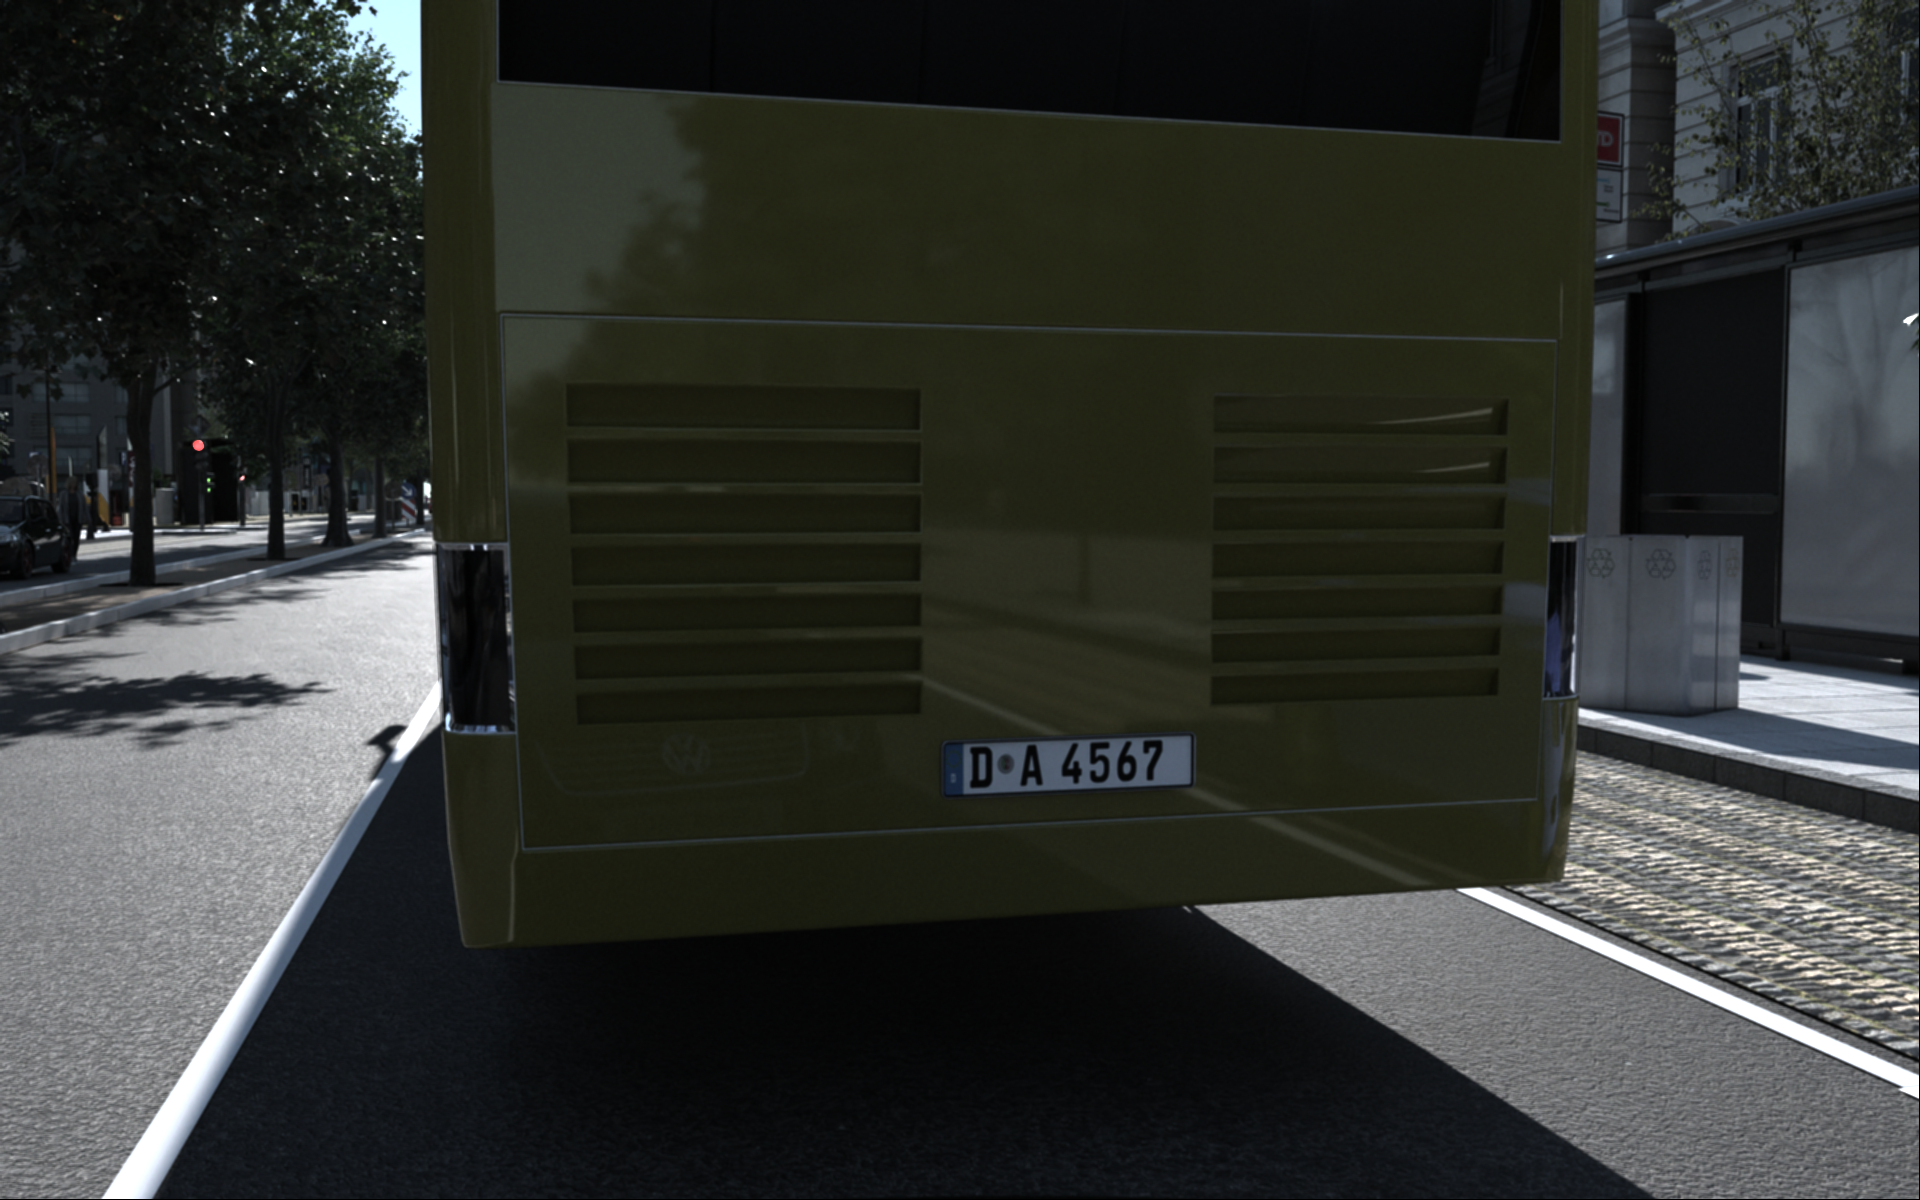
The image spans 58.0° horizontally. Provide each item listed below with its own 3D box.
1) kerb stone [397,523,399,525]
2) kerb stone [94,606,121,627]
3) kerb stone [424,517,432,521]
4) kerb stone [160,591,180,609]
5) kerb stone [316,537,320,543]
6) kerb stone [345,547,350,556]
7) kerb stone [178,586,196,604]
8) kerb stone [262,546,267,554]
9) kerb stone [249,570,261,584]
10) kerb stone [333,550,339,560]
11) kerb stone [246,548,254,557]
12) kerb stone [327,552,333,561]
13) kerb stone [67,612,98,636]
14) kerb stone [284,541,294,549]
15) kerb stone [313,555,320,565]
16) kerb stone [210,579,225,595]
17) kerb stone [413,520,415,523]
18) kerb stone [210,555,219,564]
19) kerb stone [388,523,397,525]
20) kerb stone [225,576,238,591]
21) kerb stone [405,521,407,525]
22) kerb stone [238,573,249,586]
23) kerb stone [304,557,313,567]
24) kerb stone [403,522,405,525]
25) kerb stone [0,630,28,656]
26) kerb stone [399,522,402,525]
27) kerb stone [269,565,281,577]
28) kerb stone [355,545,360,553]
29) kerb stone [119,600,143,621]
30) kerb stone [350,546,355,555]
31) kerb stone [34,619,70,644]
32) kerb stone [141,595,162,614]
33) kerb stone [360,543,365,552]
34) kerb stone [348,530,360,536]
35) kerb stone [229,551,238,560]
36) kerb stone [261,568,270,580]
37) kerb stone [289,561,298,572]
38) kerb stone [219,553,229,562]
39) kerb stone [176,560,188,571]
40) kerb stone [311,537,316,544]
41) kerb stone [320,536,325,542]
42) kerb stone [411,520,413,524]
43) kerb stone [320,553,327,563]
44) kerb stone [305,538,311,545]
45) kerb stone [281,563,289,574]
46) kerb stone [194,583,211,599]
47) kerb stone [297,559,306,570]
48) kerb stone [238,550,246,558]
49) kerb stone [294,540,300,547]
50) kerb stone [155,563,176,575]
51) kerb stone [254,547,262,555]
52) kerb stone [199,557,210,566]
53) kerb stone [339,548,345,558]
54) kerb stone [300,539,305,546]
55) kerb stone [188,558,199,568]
[{"bbox_3d":[-24.471,-3.225,74.926,0.120,0.150,1.000,-1,4,-13],"label":"kerb stone"},{"bbox_3d":[-9.401,0.199,18.947,0.120,0.150,1.000,-1,4,-13],"label":"kerb stone"},{"bbox_3d":[-28.862,-4.387,93.916,0.120,0.150,1.000,-1,4,-13],"label":"kerb stone"},{"bbox_3d":[-10.092,0.015,21.952,0.120,0.150,1.000,-1,4,-13],"label":"kerb stone"},{"bbox_3d":[-18.816,-1.719,50.379,0.120,0.150,1.000,-1,4,-13],"label":"kerb stone"},{"bbox_3d":[-14.244,-1.084,39.921,0.120,0.150,1.000,-1,4,-13],"label":"kerb stone"},{"bbox_3d":[-10.324,-0.046,22.947,0.120,0.150,1.000,-1,4,-13],"label":"kerb stone"},{"bbox_3d":[-16.739,-1.175,41.410,0.120,0.150,1.000,-1,4,-13],"label":"kerb stone"},{"bbox_3d":[-11.473,-0.351,27.942,0.120,0.150,1.000,-1,4,-13],"label":"kerb stone"},{"bbox_3d":[-13.776,-0.959,37.918,0.120,0.150,1.000,-1,4,-13],"label":"kerb stone"},{"bbox_3d":[-16.277,-1.051,39.409,0.120,0.150,1.000,-1,4,-13],"label":"kerb stone"},{"bbox_3d":[-13.551,-0.901,36.919,0.120,0.150,1.000,-1,4,-13],"label":"kerb stone"},{"bbox_3d":[-9.164,0.259,17.953,0.120,0.150,1.000,-1,4,-13],"label":"kerb stone"},{"bbox_3d":[-17.661,-1.419,45.397,0.120,0.150,1.000,-1,4,-13],"label":"kerb stone"},{"bbox_3d":[-13.090,-0.779,34.928,0.120,0.150,1.000,-1,4,-13],"label":"kerb stone"},{"bbox_3d":[-10.779,-0.168,24.940,0.120,0.150,1.000,-1,4,-13],"label":"kerb stone"},{"bbox_3d":[-26.320,-3.713,82.903,0.120,0.150,1.000,-1,4,-13],"label":"kerb stone"},{"bbox_3d":[-15.359,-0.798,35.400,0.120,0.150,1.000,-1,4,-13],"label":"kerb stone"},{"bbox_3d":[-24.246,-3.164,73.921,0.120,0.150,1.000,-1,4,-13],"label":"kerb stone"},{"bbox_3d":[-11.010,-0.228,25.936,0.120,0.150,1.000,-1,4,-13],"label":"kerb stone"},{"bbox_3d":[-25.403,-3.469,78.910,0.120,0.150,1.000,-1,4,-13],"label":"kerb stone"},{"bbox_3d":[-11.246,-0.286,26.942,0.120,0.150,1.000,-1,4,-13],"label":"kerb stone"},{"bbox_3d":[-12.858,-0.718,33.928,0.120,0.150,1.000,-1,4,-13],"label":"kerb stone"},{"bbox_3d":[-25.167,-3.408,77.913,0.120,0.150,1.000,-1,4,-13],"label":"kerb stone"},{"bbox_3d":[-8.709,0.382,15.949,0.120,0.150,1.000,-1,4,-13],"label":"kerb stone"},{"bbox_3d":[-24.702,-3.278,75.922,0.120,0.150,1.000,-1,4,-13],"label":"kerb stone"},{"bbox_3d":[-11.932,-0.474,29.940,0.120,0.150,1.000,-1,4,-13],"label":"kerb stone"},{"bbox_3d":[-14.709,-1.205,41.923,0.120,0.150,1.000,-1,4,-13],"label":"kerb stone"},{"bbox_3d":[-9.626,0.138,19.944,0.120,0.150,1.000,-1,4,-13],"label":"kerb stone"},{"bbox_3d":[-14.472,-1.145,40.922,0.120,0.150,1.000,-1,4,-13],"label":"kerb stone"},{"bbox_3d":[-8.945,0.321,16.950,0.120,0.150,1.000,-1,4,-13],"label":"kerb stone"},{"bbox_3d":[-9.857,0.077,20.941,0.120,0.150,1.000,-1,4,-13],"label":"kerb stone"},{"bbox_3d":[-14.932,-1.268,42.928,0.120,0.150,1.000,-1,4,-13],"label":"kerb stone"},{"bbox_3d":[-21.119,-2.334,60.360,0.120,0.150,1.000,-1,4,-13],"label":"kerb stone"},{"bbox_3d":[-15.810,-0.930,37.403,0.120,0.150,1.000,-1,4,-13],"label":"kerb stone"},{"bbox_3d":[-11.713,-0.412,28.941,0.120,0.150,1.000,-1,4,-13],"label":"kerb stone"},{"bbox_3d":[-12.400,-0.596,31.932,0.120,0.150,1.000,-1,4,-13],"label":"kerb stone"},{"bbox_3d":[-15.584,-0.865,36.396,0.120,0.150,1.000,-1,4,-13],"label":"kerb stone"},{"bbox_3d":[-14.663,-0.616,32.408,0.120,0.150,1.000,-1,4,-13],"label":"kerb stone"},{"bbox_3d":[-18.578,-1.660,49.382,0.120,0.150,1.000,-1,4,-13],"label":"kerb stone"},{"bbox_3d":[-19.040,-1.784,51.377,0.120,0.150,1.000,-1,4,-13],"label":"kerb stone"},{"bbox_3d":[-26.089,-3.652,81.906,0.120,0.150,1.000,-1,4,-13],"label":"kerb stone"},{"bbox_3d":[-13.316,-0.840,35.925,0.120,0.150,1.000,-1,4,-13],"label":"kerb stone"},{"bbox_3d":[-18.351,-1.602,48.385,0.120,0.150,1.000,-1,4,-13],"label":"kerb stone"},{"bbox_3d":[-12.170,-0.535,30.936,0.120,0.150,1.000,-1,4,-13],"label":"kerb stone"},{"bbox_3d":[-10.556,-0.107,23.942,0.120,0.150,1.000,-1,4,-13],"label":"kerb stone"},{"bbox_3d":[-12.627,-0.656,32.929,0.120,0.150,1.000,-1,4,-13],"label":"kerb stone"},{"bbox_3d":[-16.049,-0.988,38.410,0.120,0.150,1.000,-1,4,-13],"label":"kerb stone"},{"bbox_3d":[-17.886,-1.480,46.394,0.120,0.150,1.000,-1,4,-13],"label":"kerb stone"},{"bbox_3d":[-14.438,-0.562,31.411,0.120,0.150,1.000,-1,4,-13],"label":"kerb stone"},{"bbox_3d":[-16.500,-1.114,40.414,0.120,0.150,1.000,-1,4,-13],"label":"kerb stone"},{"bbox_3d":[-15.122,-0.747,34.404,0.120,0.150,1.000,-1,4,-13],"label":"kerb stone"},{"bbox_3d":[-14.007,-1.023,38.926,0.120,0.150,1.000,-1,4,-13],"label":"kerb stone"},{"bbox_3d":[-18.121,-1.541,47.389,0.120,0.150,1.000,-1,4,-13],"label":"kerb stone"},{"bbox_3d":[-14.887,-0.681,33.405,0.120,0.150,1.000,-1,4,-13],"label":"kerb stone"}]
